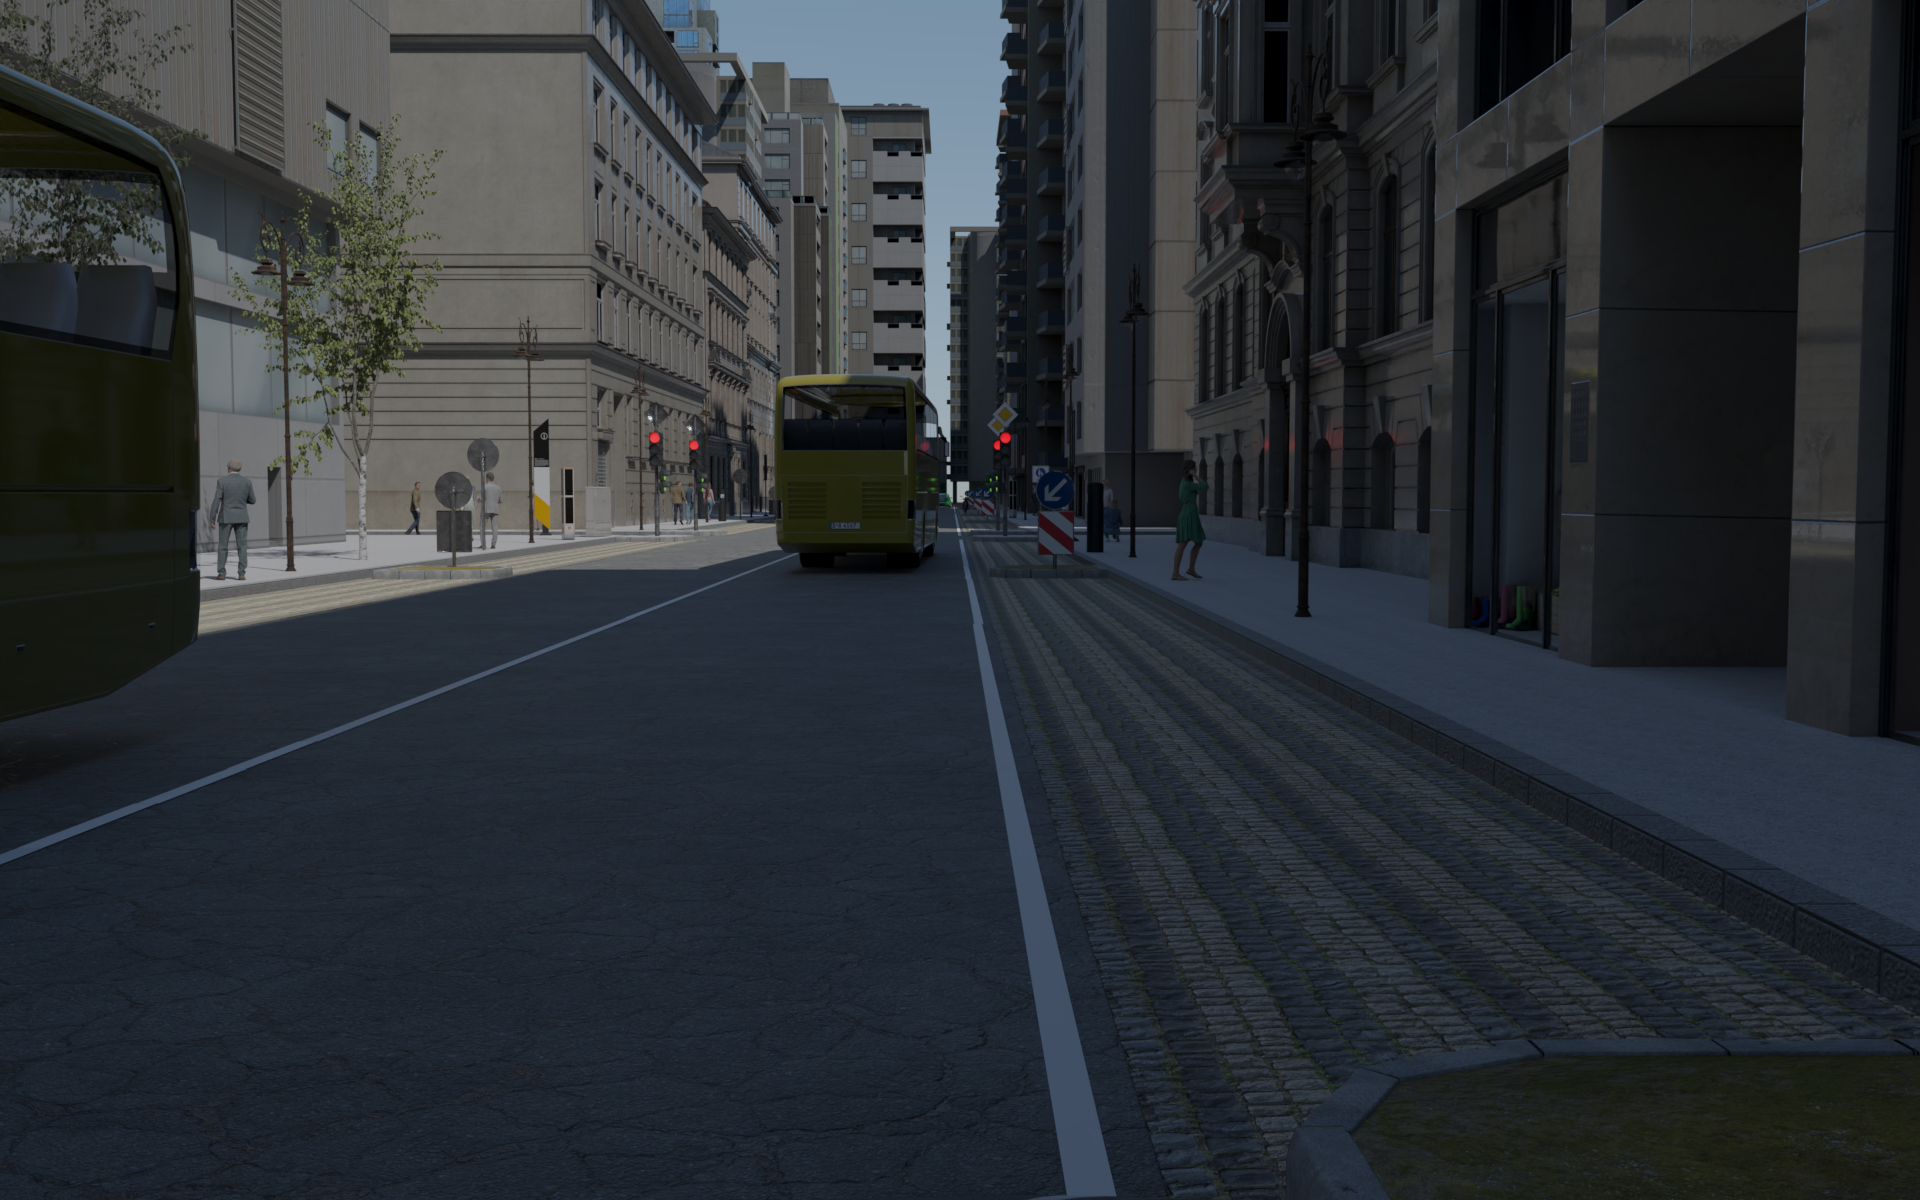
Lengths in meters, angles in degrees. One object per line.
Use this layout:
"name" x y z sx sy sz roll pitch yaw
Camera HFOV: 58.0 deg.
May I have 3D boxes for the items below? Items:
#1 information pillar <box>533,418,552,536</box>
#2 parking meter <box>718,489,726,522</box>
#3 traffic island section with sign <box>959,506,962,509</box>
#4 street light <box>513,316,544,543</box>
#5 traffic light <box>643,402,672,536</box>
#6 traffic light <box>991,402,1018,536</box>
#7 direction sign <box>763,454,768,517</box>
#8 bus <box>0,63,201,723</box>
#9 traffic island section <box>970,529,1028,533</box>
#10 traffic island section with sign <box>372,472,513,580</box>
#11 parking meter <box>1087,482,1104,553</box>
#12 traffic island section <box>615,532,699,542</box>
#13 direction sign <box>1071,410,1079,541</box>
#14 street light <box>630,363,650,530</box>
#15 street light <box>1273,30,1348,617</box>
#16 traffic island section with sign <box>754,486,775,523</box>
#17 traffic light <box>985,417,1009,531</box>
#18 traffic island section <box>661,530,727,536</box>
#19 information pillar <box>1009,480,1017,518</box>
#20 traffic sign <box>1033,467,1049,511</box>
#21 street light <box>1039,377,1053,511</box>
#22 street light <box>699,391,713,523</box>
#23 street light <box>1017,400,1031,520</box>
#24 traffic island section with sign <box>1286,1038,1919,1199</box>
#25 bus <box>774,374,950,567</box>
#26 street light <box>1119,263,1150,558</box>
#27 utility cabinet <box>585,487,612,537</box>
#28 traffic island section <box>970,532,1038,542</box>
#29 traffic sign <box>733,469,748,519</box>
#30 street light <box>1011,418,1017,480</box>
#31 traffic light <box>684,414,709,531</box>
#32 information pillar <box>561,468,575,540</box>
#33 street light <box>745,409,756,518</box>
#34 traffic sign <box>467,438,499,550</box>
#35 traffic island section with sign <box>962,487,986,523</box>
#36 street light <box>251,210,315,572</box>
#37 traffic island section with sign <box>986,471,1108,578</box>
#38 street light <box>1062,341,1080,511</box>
"information pillar" -12.903 -3.799 53.475 0.504 3.616 0.183 -2 4 -26
"parking meter" -11.119 -4.439 80.983 0.372 1.533 0.369 0 3 0
"traffic island section with sign" 1.104 -6.378 112.914 1.989 1.847 2.006 0 4 0
"street light" -11.211 -4.426 45.146 0.468 5.910 1.993 0 4 0
"traffic light" -9.205 -3.898 52.645 0.839 4.253 0.868 0 4 0
"traffic light" 1.356 -3.902 52.713 0.839 4.253 0.868 0 4 0
"direction sign" -11.116 -6.549 99.070 0.379 3.537 0.876 -1 4 -16
"bus" -5.734 -0.781 4.324 2.896 3.916 12.252 0 4 -1
"traffic island section" 1.357 -2.357 60.813 2.009 0.180 2.903 0 4 0
"traffic island section with sign" -8.811 -1.294 29.780 1.989 1.847 2.006 0 4 0
"parking meter" 2.976 -1.816 38.102 0.372 1.533 0.369 0 3 0
"traffic island section" -9.245 -1.865 52.780 2.009 0.180 2.903 0 4 0
"direction sign" 3.059 -3.363 46.989 0.379 3.537 0.876 0 4 -2
"street light" -11.309 -5.414 61.305 0.468 5.910 1.993 0 4 0
"street light" 3.587 -2.761 17.932 0.468 5.910 1.993 0 4 0
"traffic island section with sign" -9.081 -4.694 85.369 1.989 1.847 2.006 0 4 0
"traffic light" 1.317 -4.390 60.698 0.839 4.253 0.868 0 4 0
"traffic island section" -9.285 -2.354 60.765 2.009 0.180 2.903 0 4 0
"information pillar" 2.801 -5.338 91.770 0.304 2.012 0.304 3 5 42
"traffic sign" 2.932 -3.723 62.993 0.606 2.300 0.079 0 4 5
"street light" 3.398 -5.859 68.589 0.468 5.910 1.993 0 4 0
"street light" -11.401 -6.428 77.882 0.468 5.910 1.993 0 4 0
"street light" 3.228 -6.887 85.390 0.468 5.910 1.993 0 4 0
"traffic island section with sign" 1.655 0.342 3.030 1.989 1.847 2.006 0 4 0
"bus" -1.872 -2.764 36.741 2.896 3.916 12.252 0 4 2
"street light" 3.496 -3.798 34.881 0.468 5.910 1.993 0 4 0
"utility cabinet" -10.853 -2.652 52.042 0.318 1.500 1.173 1 4 13
"traffic island section" 1.396 -1.868 52.828 2.009 0.180 2.903 0 4 0
"traffic sign" -11.099 -5.346 87.507 0.768 2.556 0.104 0 4 4
"street light" 3.245 -7.917 102.231 0.468 5.910 1.993 0 4 0
"traffic light" -9.244 -4.386 60.630 0.839 4.253 0.868 0 4 0
"information pillar" -10.957 -2.685 48.386 0.304 2.012 0.304 -2 4 -27
"street light" -11.402 -7.442 94.460 0.468 5.910 1.993 0 4 0
"traffic sign" -10.851 -2.403 39.396 0.768 2.556 0.104 1 4 9
"traffic island section with sign" 1.246 -4.697 85.416 1.989 1.847 2.006 0 4 0
"street light" -11.108 -3.412 28.569 0.468 5.910 1.993 0 4 0
"traffic island section with sign" 1.509 -1.318 30.174 1.989 1.847 2.006 0 4 0
"street light" 3.345 -4.867 52.359 0.468 5.910 1.993 0 4 0
